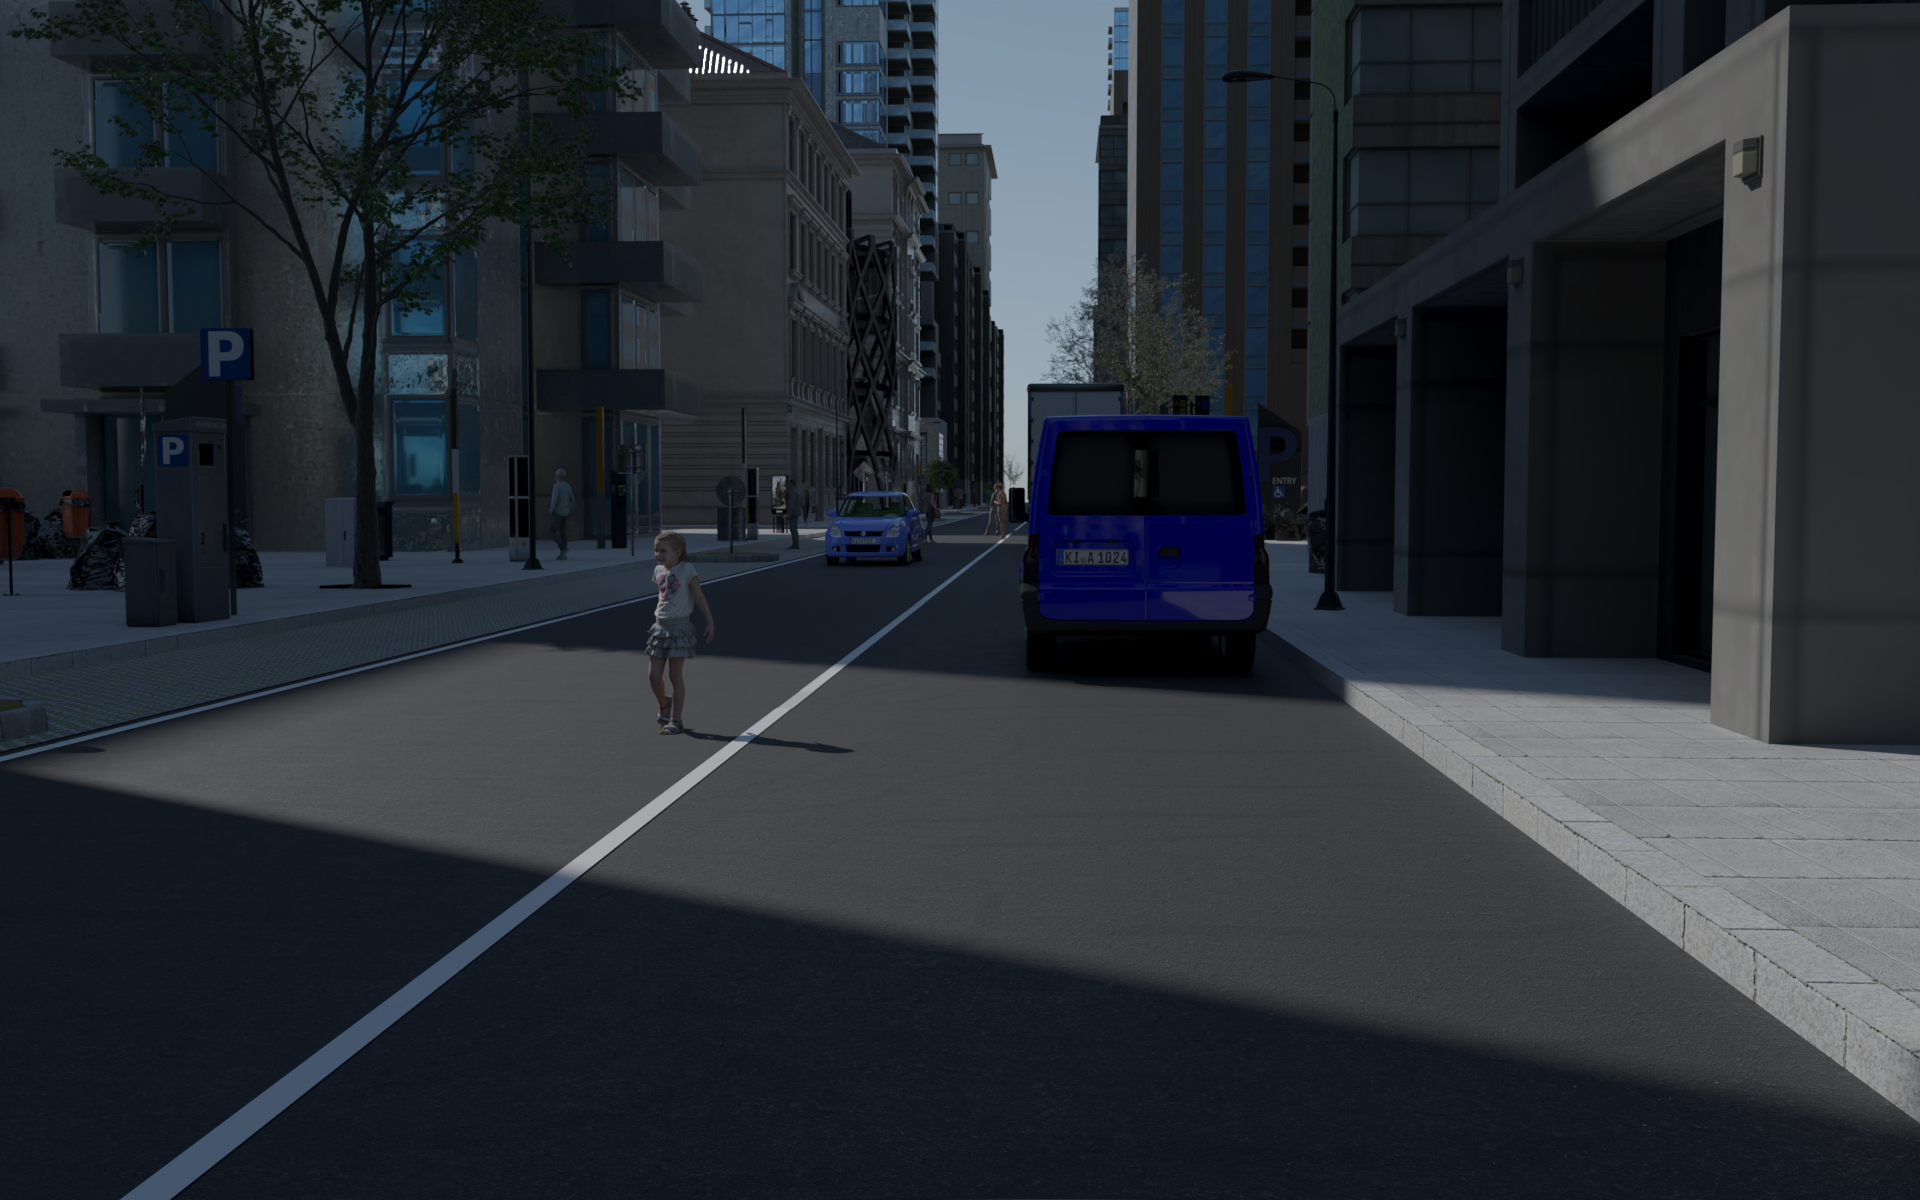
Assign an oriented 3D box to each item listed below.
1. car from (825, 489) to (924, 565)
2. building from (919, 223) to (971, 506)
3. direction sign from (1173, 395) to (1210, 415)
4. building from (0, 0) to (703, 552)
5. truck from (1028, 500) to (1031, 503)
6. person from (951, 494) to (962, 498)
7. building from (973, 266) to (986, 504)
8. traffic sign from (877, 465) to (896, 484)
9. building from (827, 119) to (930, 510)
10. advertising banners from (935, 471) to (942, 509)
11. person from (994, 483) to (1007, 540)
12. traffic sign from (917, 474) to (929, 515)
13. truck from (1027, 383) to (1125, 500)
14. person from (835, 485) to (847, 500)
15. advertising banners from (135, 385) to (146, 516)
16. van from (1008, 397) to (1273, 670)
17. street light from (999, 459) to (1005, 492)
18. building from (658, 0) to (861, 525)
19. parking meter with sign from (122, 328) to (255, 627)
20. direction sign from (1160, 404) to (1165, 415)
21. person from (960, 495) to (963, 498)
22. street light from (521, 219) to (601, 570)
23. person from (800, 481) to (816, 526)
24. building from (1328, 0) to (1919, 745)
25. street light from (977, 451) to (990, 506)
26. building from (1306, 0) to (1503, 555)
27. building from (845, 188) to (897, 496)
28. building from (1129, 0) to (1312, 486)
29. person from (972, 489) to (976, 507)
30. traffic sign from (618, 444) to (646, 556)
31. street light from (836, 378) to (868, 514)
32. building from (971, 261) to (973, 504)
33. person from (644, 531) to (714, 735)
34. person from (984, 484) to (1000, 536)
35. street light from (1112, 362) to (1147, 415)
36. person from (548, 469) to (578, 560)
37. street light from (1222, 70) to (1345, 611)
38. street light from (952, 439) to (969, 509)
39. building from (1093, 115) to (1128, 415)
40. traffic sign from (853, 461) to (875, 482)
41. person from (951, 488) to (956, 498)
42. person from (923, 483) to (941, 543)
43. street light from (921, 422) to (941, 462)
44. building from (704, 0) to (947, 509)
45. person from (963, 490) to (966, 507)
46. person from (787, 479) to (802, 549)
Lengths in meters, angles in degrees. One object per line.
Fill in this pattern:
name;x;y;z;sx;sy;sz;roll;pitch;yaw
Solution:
car;-1.753;-1.619;36.066;1.945;1.707;3.694;0;4;5
building;-6.600;-25.203;183.773;14.160;30.474;14.107;0;4;3
direction sign;5.292;-2.919;39.720;0.876;3.537;0.379;-1;4;-11
building;-23.274;-26.168;47.458;30.456;49.044;23.786;0;4;3
truck;12.076;-17.396;274.179;2.967;4.110;18.799;0;4;2
person;-0.292;-8.936;152.661;1.217;1.766;0.721;-2;4;-31
building;-4.560;-26.921;211.865;14.160;30.474;14.107;0;4;3
traffic sign;-2.951;-4.112;69.421;0.795;2.593;0.064;0;4;3
building;-9.937;-20.700;125.838;14.401;28.519;23.554;0;4;3
advertising banners;-1.698;-8.299;131.884;0.090;3.025;2.074;-1;4;-17
person;1.270;-2.755;53.882;0.374;1.781;0.599;2;4;29
traffic sign;-2.339;-6.637;108.617;0.768;2.556;0.104;0;4;5
truck;3.301;-3.697;49.355;2.839;4.237;11.283;0;4;4
person;-5.277;-4.270;76.687;0.563;1.720;0.643;1;4;10
advertising banners;-13.601;-1.992;28.756;0.090;3.025;2.074;-2;4;-28
van;1.536;-0.696;15.768;2.240;2.365;5.245;0;4;3
street light;5.048;-15.716;229.501;1.470;5.913;1.316;0;4;3
building;-11.591;-14.997;81.364;11.583;22.565;21.152;0;4;3
parking meter with sign;-7.770;-1.295;17.438;0.543;3.016;1.738;0;4;5
direction sign;5.117;-3.172;43.864;0.379;3.537;0.876;0;4;-1
person;0.066;-10.025;170.623;0.551;1.740;0.621;0;4;-4
street light;-6.720;-3.466;29.216;1.470;5.913;1.316;0;4;3
person;-6.177;-3.920;70.318;0.709;1.800;0.728;-2;4;-24
building;14.598;-35.008;10.630;20.563;71.187;20.611;0;4;3
street light;2.572;-13.139;187.364;1.470;5.913;1.316;0;4;3
building;14.500;-21.609;36.895;14.154;41.232;14.086;0;4;3
building;-12.211;-14.254;100.497;16.820;18.784;16.811;0;4;3
building;18.070;-28.270;112.318;14.600;45.320;14.200;0;4;3
person;1.403;-10.185;173.117;0.434;1.755;0.990;0;4;-7
traffic sign;-6.738;-2.048;35.607;0.606;2.300;0.079;1;4;11
street light;-4.388;-5.920;69.329;1.470;5.913;1.316;0;4;3
building;-6.221;-26.065;197.857;14.160;30.474;14.107;0;4;3
person;-1.666;0.189;10.429;0.505;1.210;0.382;2;4;26
person;1.146;-3.110;59.618;0.573;1.790;0.520;2;4;30
street light;5.988;-5.400;60.831;1.470;5.913;1.316;0;4;3
person;-7.722;-1.671;33.843;0.515;1.767;0.782;1;4;18
street light;3.565;-2.848;19.106;1.470;5.913;1.316;0;4;3
street light;0.046;-10.594;145.758;1.470;5.913;1.316;0;4;3
building;17.713;-22.217;134.944;14.160;30.474;14.107;0;4;3
traffic sign;-3.422;-3.624;61.450;0.795;2.593;0.064;0;4;3
person;-0.430;-9.160;155.945;0.705;1.807;1.348;-2;4;-25
person;-0.896;-2.534;50.513;0.643;1.750;0.593;-2;4;-33
street light;-1.917;-8.465;110.938;1.470;5.913;1.316;0;4;3
building;-12.025;-51.810;159.764;22.319;86.520;31.000;0;4;3
person;0.411;-10.206;173.824;0.541;1.710;0.530;-1;4;-21
person;-4.294;-2.212;44.759;0.391;1.810;0.635;0;4;-2
